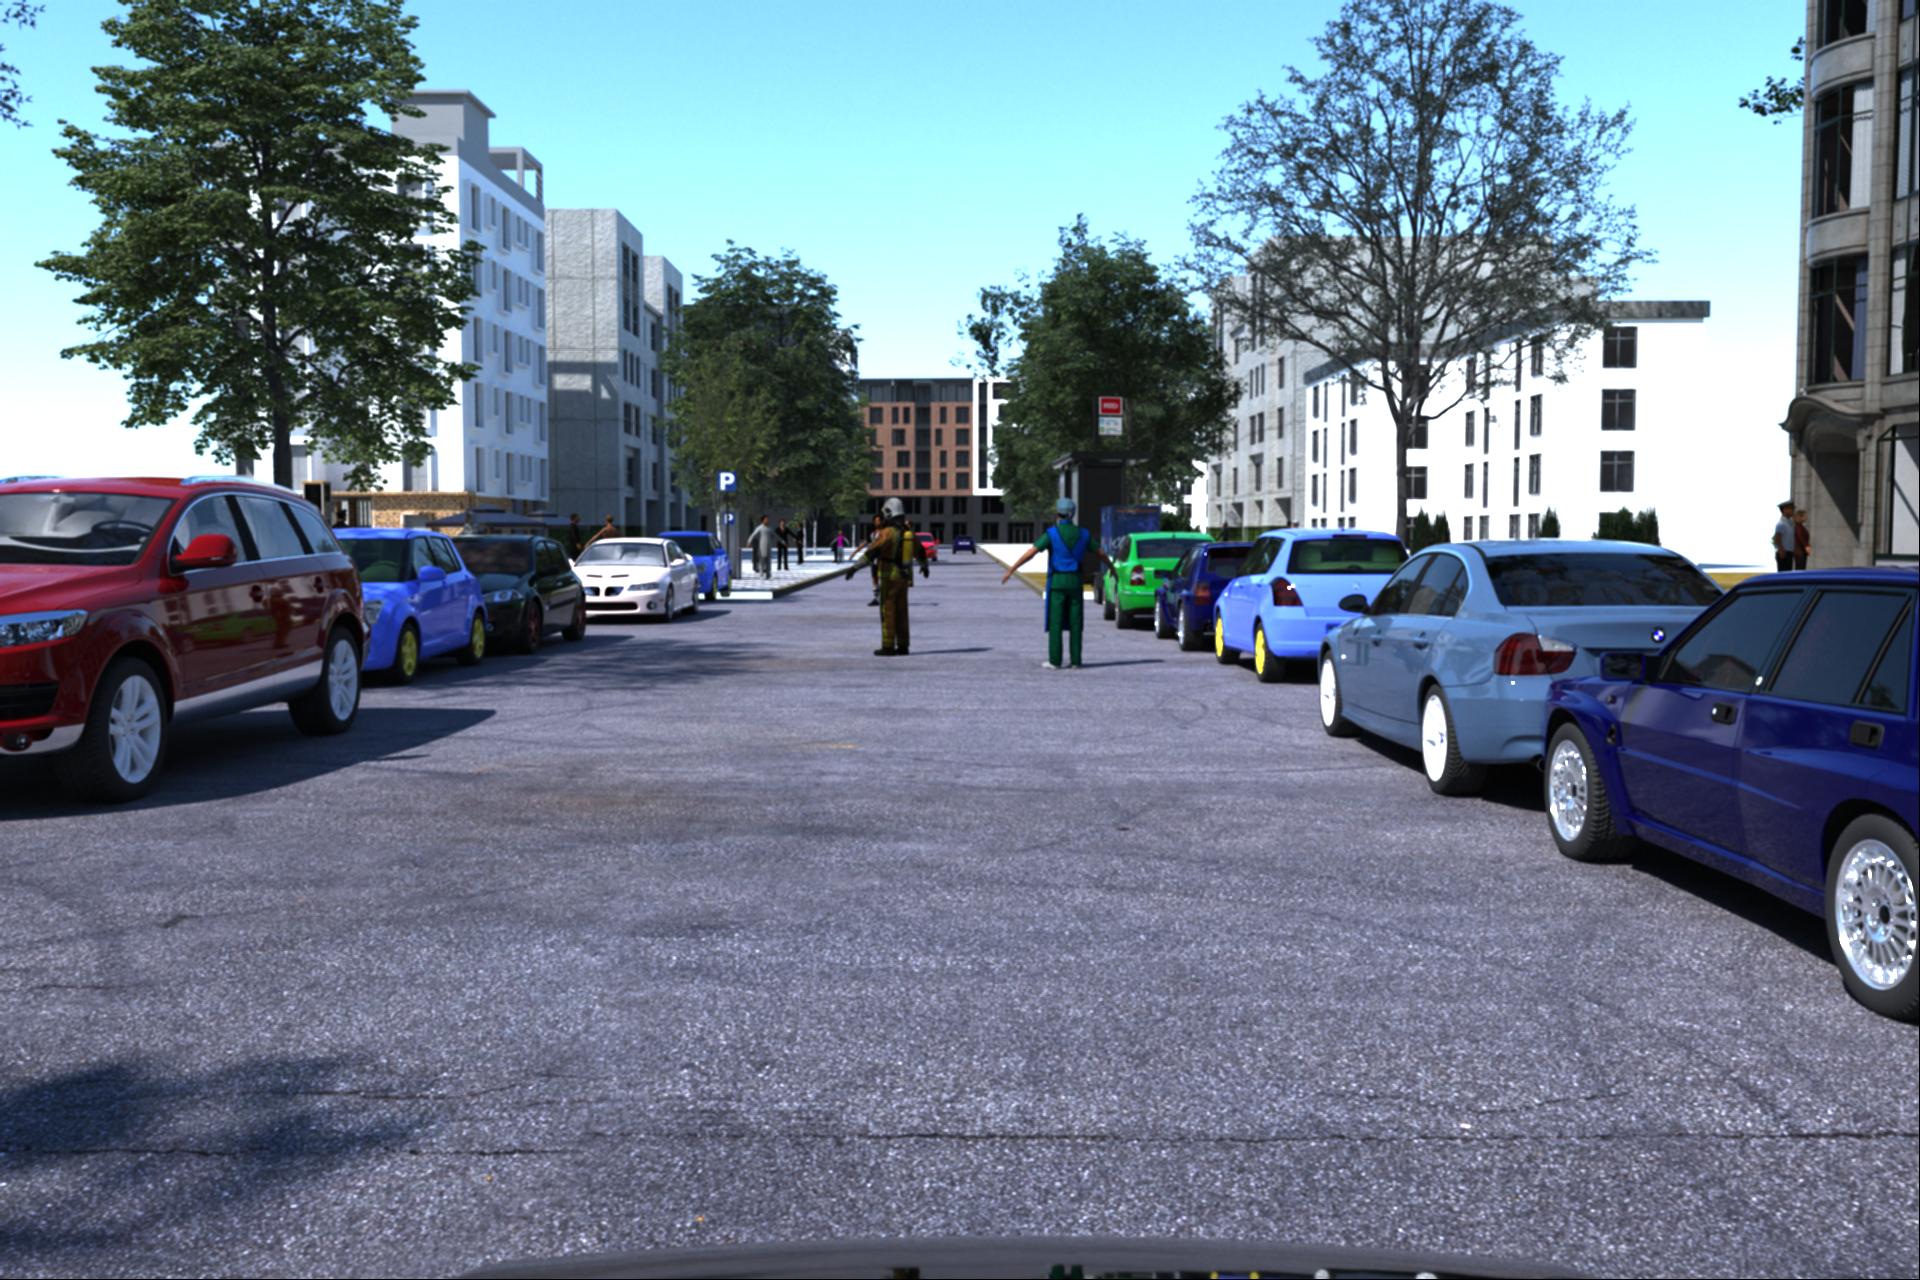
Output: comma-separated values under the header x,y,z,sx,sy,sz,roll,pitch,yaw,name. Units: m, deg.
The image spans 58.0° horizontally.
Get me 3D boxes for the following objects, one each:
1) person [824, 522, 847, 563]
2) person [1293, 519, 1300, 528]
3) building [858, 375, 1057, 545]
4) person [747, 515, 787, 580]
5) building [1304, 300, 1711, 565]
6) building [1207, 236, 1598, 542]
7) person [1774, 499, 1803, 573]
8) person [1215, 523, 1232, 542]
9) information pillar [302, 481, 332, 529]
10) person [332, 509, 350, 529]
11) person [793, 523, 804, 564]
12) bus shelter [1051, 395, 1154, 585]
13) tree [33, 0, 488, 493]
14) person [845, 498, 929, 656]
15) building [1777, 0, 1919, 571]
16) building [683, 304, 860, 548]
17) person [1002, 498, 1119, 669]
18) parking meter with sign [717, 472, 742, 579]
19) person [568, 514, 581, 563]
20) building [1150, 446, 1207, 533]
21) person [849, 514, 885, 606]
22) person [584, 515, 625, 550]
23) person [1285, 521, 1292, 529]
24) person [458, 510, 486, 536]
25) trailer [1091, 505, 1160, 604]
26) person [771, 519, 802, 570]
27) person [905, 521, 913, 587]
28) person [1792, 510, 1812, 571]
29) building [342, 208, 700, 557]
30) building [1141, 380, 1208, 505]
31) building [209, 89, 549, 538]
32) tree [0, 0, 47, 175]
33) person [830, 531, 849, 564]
x,y,z,sx,sy,sz,roll,pitch,yaw,name
-5.421,-4.297,76.380,1.348,1.813,0.705,3,4,38,person
11.005,-3.106,57.255,0.721,1.772,1.216,1,4,9,person
0.616,-23.789,235.378,32.646,21.610,27.936,0,4,5,building
-5.445,-2.592,48.565,1.347,1.806,0.705,-3,5,-41,person
22.401,-8.212,76.411,9.099,9.664,28.070,0,4,0,building
26.676,-14.982,111.413,16.747,18.905,31.486,0,4,0,building
13.455,-1.369,28.179,0.704,1.855,1.343,3,4,37,person
11.920,-4.382,77.914,0.705,1.796,1.348,-2,4,-24,person
-9.010,-1.212,24.312,0.304,2.012,0.304,0,4,-1,information pillar
-13.840,-2.015,38.874,1.347,1.837,0.705,2,4,27,person
-6.829,-4.066,73.192,0.721,1.740,1.216,1,4,11,person
3.736,-4.301,47.948,2.179,5.291,8.768,0,4,-2,bus shelter
-12.659,-6.915,31.182,7.486,12.596,7.792,0,3,0,tree
-0.794,-0.748,20.452,0.705,1.858,1.354,3,5,42,person
25.451,-12.596,22.591,14.369,24.946,33.146,0,4,0,building
-24.896,-19.973,170.538,27.936,21.610,32.646,0,4,1,building
1.108,-0.605,18.482,1.347,1.817,0.704,-1,4,-19,person
-6.510,-3.241,49.249,0.543,3.016,1.738,0,4,-1,parking meter with sign
-9.877,-2.344,44.554,0.704,1.802,1.346,-1,4,-13,person
24.214,-13.789,167.598,9.099,9.664,28.070,0,4,0,building
-1.608,-1.579,34.414,1.345,1.843,0.704,2,4,34,person
-8.458,-2.128,41.589,1.217,1.733,0.721,-3,5,-42,person
13.453,-3.953,70.767,1.346,1.812,0.704,1,4,16,person
-9.439,-1.618,33.222,1.217,1.736,0.721,2,4,33,person
3.502,-1.798,36.445,1.471,1.999,3.904,0,3,0,trailer
-6.260,-3.362,61.160,1.347,1.806,0.705,-1,4,-13,person
-1.405,-2.331,46.848,0.705,1.796,1.348,0,4,-8,person
16.003,-1.591,32.820,0.721,1.729,1.215,1,4,21,person
-27.148,-14.895,109.992,16.747,18.905,31.486,0,4,-1,building
24.168,-21.548,208.728,16.016,20.090,11.380,0,3,0,building
-25.914,-13.379,75.173,16.016,20.090,11.380,0,4,0,building
-11.751,-6.281,13.064,12.009,13.543,11.850,0,3,0,tree
-5.123,-3.954,73.907,0.991,1.433,0.599,2,4,29,person
